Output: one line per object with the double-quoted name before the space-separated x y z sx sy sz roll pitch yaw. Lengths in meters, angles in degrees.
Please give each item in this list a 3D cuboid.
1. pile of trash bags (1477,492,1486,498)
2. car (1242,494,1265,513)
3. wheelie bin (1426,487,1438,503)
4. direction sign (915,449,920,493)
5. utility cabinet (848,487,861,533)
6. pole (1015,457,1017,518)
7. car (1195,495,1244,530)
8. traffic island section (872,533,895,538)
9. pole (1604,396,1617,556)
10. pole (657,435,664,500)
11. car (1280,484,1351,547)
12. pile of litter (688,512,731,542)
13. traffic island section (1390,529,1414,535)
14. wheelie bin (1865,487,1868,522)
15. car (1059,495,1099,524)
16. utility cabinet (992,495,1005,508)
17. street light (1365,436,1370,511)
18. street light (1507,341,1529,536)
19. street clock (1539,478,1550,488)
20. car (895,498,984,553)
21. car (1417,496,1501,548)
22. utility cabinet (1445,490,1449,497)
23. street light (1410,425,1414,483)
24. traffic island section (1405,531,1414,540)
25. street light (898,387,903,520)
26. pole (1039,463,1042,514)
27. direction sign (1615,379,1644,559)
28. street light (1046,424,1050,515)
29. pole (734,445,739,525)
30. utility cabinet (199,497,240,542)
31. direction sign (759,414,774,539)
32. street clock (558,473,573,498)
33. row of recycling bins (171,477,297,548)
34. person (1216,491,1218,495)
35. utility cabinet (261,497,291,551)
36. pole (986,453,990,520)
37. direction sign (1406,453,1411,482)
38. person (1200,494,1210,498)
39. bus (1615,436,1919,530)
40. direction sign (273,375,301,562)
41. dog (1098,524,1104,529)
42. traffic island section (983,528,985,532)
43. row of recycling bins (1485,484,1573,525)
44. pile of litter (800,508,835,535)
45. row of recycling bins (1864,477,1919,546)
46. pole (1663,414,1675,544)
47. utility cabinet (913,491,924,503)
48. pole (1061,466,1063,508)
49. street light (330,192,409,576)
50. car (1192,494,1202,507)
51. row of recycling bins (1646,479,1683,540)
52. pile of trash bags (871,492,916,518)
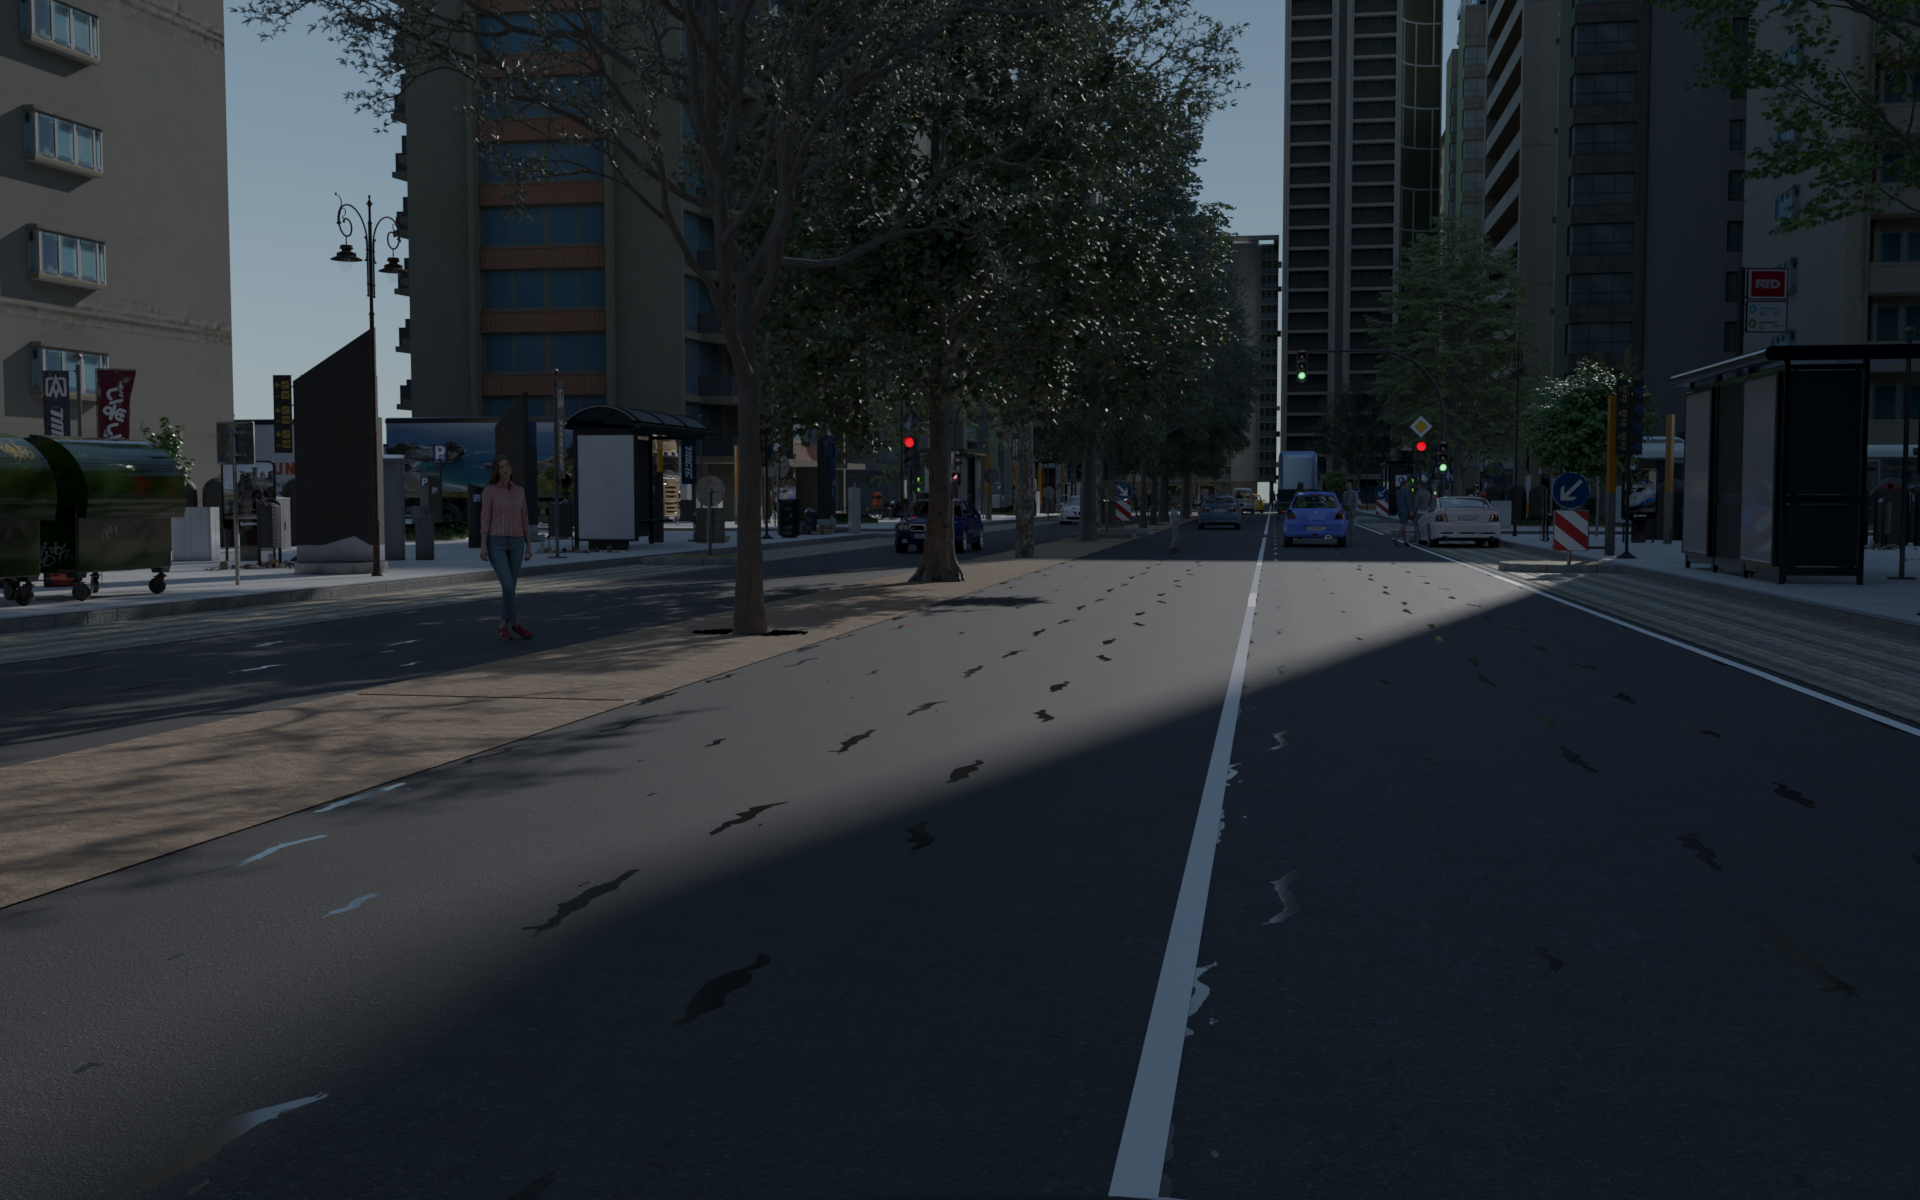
"pile of trash bags" 22.388 -3.999 75.136 1.912 1.369 3.447 0 4 5
"car" 21.978 -7.347 130.348 2.015 1.641 3.980 1 4 9
"wheelie bin" 21.141 -4.274 77.784 0.693 1.594 0.980 2 4 27
"direction sign" -2.191 -5.875 88.053 0.379 3.537 0.876 -1 4 -22
"utility cabinet" -3.451 -2.946 56.841 0.318 1.500 1.173 -1 4 -10
"pole" 3.005 -5.955 91.210 0.158 3.312 0.155 0 3 0
"car" 10.664 -3.615 71.111 2.014 1.417 4.499 1 4 9
"traffic island section" -1.636 -2.143 57.321 2.009 0.180 2.903 1 4 10
"pole" 13.544 -2.579 36.014 0.158 3.312 0.155 0 3 0
"pole" -10.179 -3.974 58.817 0.158 3.312 0.155 0 3 0
"car" 9.874 -2.357 48.131 1.945 1.707 3.694 1 4 12
"pile of litter" -6.748 -1.994 46.568 1.176 0.858 1.719 0 4 -4
"traffic island section" 16.506 -2.439 62.159 2.009 0.180 2.903 1 4 10
"wheelie bin" 16.722 -1.527 32.876 0.693 1.594 0.980 -1 4 -22
"car" 5.884 -4.338 83.283 2.083 1.381 4.827 1 4 10
"utility cabinet" 2.922 -7.157 128.182 0.306 1.237 1.020 2 4 35
"street light" 31.614 -9.882 134.359 0.468 5.910 1.993 1 4 10
"street light" 16.825 -4.866 52.349 0.468 5.910 1.993 1 4 10
"street clock" 26.573 -4.541 78.819 0.358 2.002 0.471 -2 4 -24
"car" -0.499 -1.880 43.326 1.945 1.354 3.894 1 4 10
"car" 13.630 -2.144 47.410 2.083 1.381 4.827 1 4 9
"utility cabinet" 26.622 -5.269 94.830 0.318 1.500 1.173 -1 4 -20
"street light" 23.836 -7.244 91.233 0.468 5.910 1.993 1 4 10
"traffic island section" 15.084 -1.958 54.301 2.009 0.180 2.903 1 4 10
"street light" -2.210 -5.680 65.652 0.468 5.910 1.993 1 4 10
"pole" 5.186 -7.235 112.135 0.158 3.312 0.155 0 3 0
"direction sign" 13.268 -2.592 34.375 0.876 3.537 0.379 -3 4 -36
"street light" 5.471 -8.268 107.963 0.468 5.910 1.993 1 4 10
"pole" -9.363 -4.827 72.758 0.158 3.312 0.155 0 3 0
"utility cabinet" -19.679 -2.139 46.128 1.020 1.237 0.306 0 4 2
"direction sign" -5.521 -3.514 49.455 0.379 3.537 0.876 1 4 20
"street clock" -13.465 -3.340 59.185 0.471 2.002 0.358 0 4 8
"row of recycling bins" -17.533 -2.149 42.255 3.534 1.692 1.069 -1 4 -21
"person" 30.015 -11.808 201.430 0.599 1.838 0.709 1 4 8
"utility cabinet" -15.579 -1.729 39.438 0.306 1.237 1.020 0 4 1
"pole" 1.405 -5.658 86.357 0.158 3.312 0.155 0 3 0
"direction sign" 24.739 -6.337 95.599 0.379 3.537 0.876 2 4 26
"person" 23.308 -9.498 163.891 1.348 1.812 0.705 1 4 13
"bus" 28.010 -3.690 55.186 13.247 3.499 2.948 1 4 11
"direction sign" -12.600 -2.506 32.969 0.876 3.537 0.379 0 4 1
"dog" 5.569 -2.987 68.124 0.406 0.507 0.540 -1 4 -23
"traffic island section" -0.214 -2.624 65.179 2.009 0.180 2.903 1 4 10
"row of recycling bins" 23.641 -3.970 72.023 3.534 1.692 1.069 2 4 27
"pile of litter" -4.479 -2.495 54.761 1.176 0.858 1.719 2 4 35
"row of recycling bins" 22.774 -2.216 43.343 3.534 1.692 1.069 2 4 26
"pole" 18.184 -3.093 44.409 0.158 3.312 0.155 0 3 0
"utility cabinet" -2.590 -6.540 115.606 1.173 1.500 0.318 2 4 29
"pole" 7.328 -7.993 124.525 0.158 3.312 0.155 0 3 0
"street light" -9.123 -3.311 26.925 0.468 5.910 1.993 1 4 10
"car" 24.359 -10.318 178.483 2.009 1.686 4.222 1 4 9
"row of recycling bins" 20.150 -2.492 47.852 1.069 1.692 3.534 -2 4 -34
"pile of trash bags" -3.496 -5.112 93.326 1.912 1.369 3.447 3 5 41
